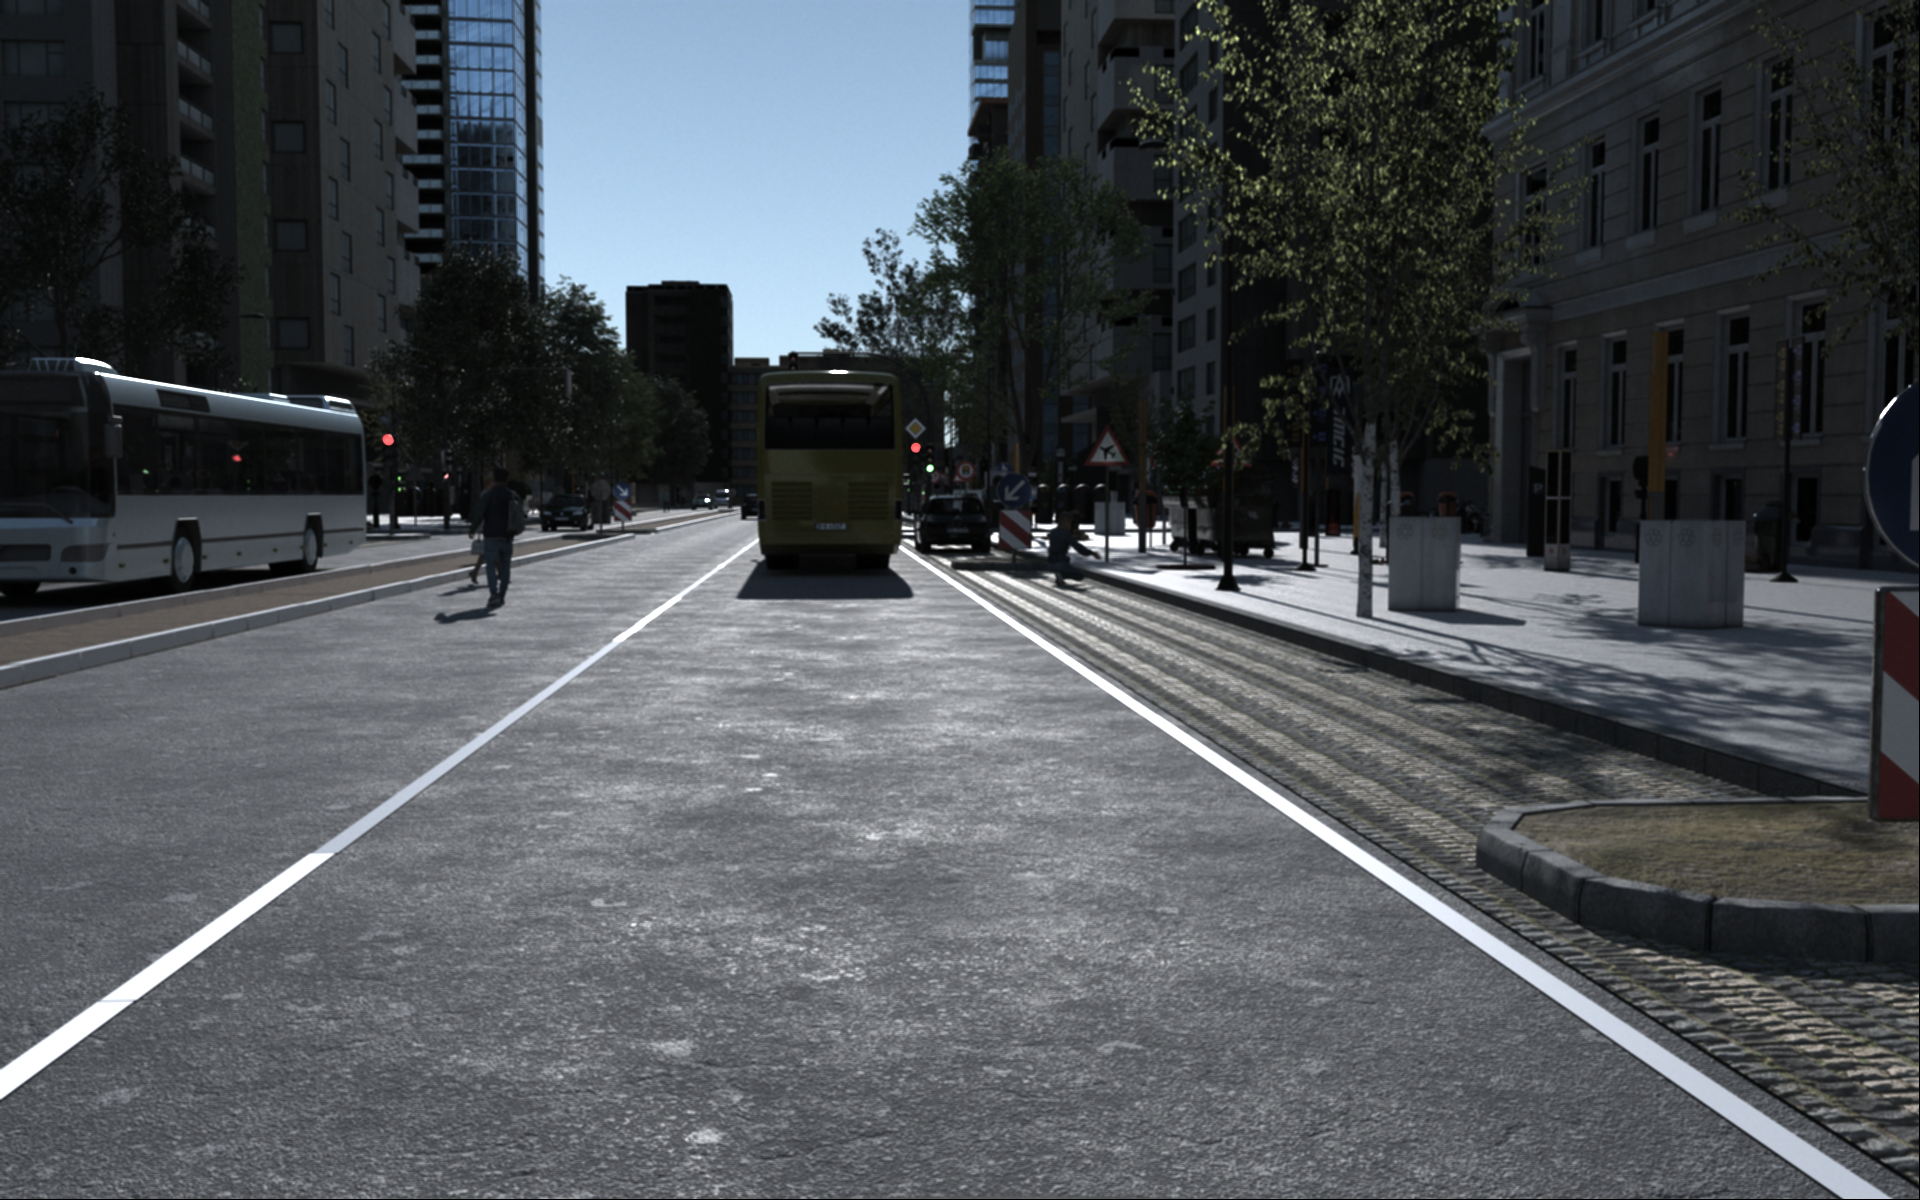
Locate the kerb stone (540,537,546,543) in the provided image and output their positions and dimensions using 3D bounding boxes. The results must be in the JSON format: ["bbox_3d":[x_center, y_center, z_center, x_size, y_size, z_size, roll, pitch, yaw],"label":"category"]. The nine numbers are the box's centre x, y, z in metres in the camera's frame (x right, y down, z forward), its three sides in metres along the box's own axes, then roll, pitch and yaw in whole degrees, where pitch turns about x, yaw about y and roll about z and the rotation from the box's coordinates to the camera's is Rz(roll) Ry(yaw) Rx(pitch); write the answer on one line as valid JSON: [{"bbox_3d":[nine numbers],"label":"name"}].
[{"bbox_3d":[-12.198,-1.708,50.175,0.120,0.150,1.000,0,4,-5],"label":"kerb stone"}]

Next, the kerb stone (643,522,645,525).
[{"bbox_3d":[-14.450,-3.430,78.313,0.120,0.150,1.000,0,4,-5],"label":"kerb stone"}]

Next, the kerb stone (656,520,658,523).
[{"bbox_3d":[-14.939,-3.807,84.442,0.120,0.150,1.000,0,4,-5],"label":"kerb stone"}]

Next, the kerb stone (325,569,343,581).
[{"bbox_3d":[-10.487,-0.400,28.732,0.120,0.150,1.000,0,4,-5],"label":"kerb stone"}]

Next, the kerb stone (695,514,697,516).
[{"bbox_3d":[-16.981,-5.369,109.978,0.120,0.150,1.000,0,4,-5],"label":"kerb stone"}]

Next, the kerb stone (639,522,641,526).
[{"bbox_3d":[-14.289,-3.308,76.275,0.120,0.150,1.000,0,4,-5],"label":"kerb stone"}]

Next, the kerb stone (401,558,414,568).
[{"bbox_3d":[-10.894,-0.712,33.838,0.120,0.150,1.000,0,4,-5],"label":"kerb stone"}]

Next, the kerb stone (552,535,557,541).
[{"bbox_3d":[-12.368,-1.830,52.217,0.120,0.150,1.000,0,4,-5],"label":"kerb stone"}]

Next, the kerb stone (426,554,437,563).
[{"bbox_3d":[-11.062,-0.837,35.875,0.120,0.150,1.000,0,4,-5],"label":"kerb stone"}]

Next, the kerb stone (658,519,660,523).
[{"bbox_3d":[-15.018,-3.870,85.464,0.120,0.150,1.000,0,4,-5],"label":"kerb stone"}]

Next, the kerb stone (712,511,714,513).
[{"bbox_3d":[-18.361,-6.428,127.330,0.120,0.150,1.000,0,4,-5],"label":"kerb stone"}]

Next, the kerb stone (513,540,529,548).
[{"bbox_3d":[-11.951,-1.524,47.112,0.120,0.150,1.000,0,4,-5],"label":"kerb stone"}]

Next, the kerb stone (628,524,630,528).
[{"bbox_3d":[-13.966,-3.058,72.195,0.120,0.150,1.000,0,4,-5],"label":"kerb stone"}]

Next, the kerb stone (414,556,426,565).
[{"bbox_3d":[-10.972,-0.772,34.857,0.120,0.150,1.000,0,4,-5],"label":"kerb stone"}]

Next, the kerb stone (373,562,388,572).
[{"bbox_3d":[-10.730,-0.575,31.794,0.120,0.150,1.000,0,4,-5],"label":"kerb stone"}]

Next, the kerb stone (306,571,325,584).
[{"bbox_3d":[-10.403,-0.337,27.712,0.120,0.150,1.000,0,4,-5],"label":"kerb stone"}]

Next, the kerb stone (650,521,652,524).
[{"bbox_3d":[-14.695,-3.620,81.385,0.120,0.150,1.000,0,4,-5],"label":"kerb stone"}]

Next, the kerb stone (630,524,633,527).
[{"bbox_3d":[-14.045,-3.121,73.216,0.120,0.150,1.000,0,4,-5],"label":"kerb stone"}]

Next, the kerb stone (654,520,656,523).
[{"bbox_3d":[-14.852,-3.743,83.424,0.120,0.150,1.000,0,4,-5],"label":"kerb stone"}]

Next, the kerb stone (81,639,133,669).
[{"bbox_3d":[-7.256,0.464,14.603,0.120,0.150,1.000,0,4,-5],"label":"kerb stone"}]

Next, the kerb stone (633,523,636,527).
[{"bbox_3d":[-14.128,-3.183,74.235,0.120,0.150,1.000,0,4,-5],"label":"kerb stone"}]

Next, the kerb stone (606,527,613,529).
[{"bbox_3d":[-13.468,-2.683,66.069,0.120,0.150,1.000,0,4,-5],"label":"kerb stone"}]

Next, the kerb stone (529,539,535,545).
[{"bbox_3d":[-12.036,-1.586,48.131,0.120,0.150,1.000,0,4,-5],"label":"kerb stone"}]

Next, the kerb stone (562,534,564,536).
[{"bbox_3d":[-12.529,-1.962,54.273,0.120,0.150,1.000,0,4,-5],"label":"kerb stone"}]

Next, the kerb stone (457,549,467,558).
[{"bbox_3d":[-11.303,-1.022,38.939,0.120,0.150,1.000,0,4,-5],"label":"kerb stone"}]

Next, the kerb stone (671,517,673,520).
[{"bbox_3d":[-15.594,-4.307,92.613,0.120,0.150,1.000,0,4,-5],"label":"kerb stone"}]

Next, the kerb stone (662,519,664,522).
[{"bbox_3d":[-15.186,-3.994,87.502,0.120,0.150,1.000,0,4,-5],"label":"kerb stone"}]

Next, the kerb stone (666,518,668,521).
[{"bbox_3d":[-15.347,-4.119,89.540,0.120,0.150,1.000,0,4,-5],"label":"kerb stone"}]

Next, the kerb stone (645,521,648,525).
[{"bbox_3d":[-14.534,-3.494,79.333,0.120,0.150,1.000,0,4,-5],"label":"kerb stone"}]

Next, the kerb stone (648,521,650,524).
[{"bbox_3d":[-14.613,-3.557,80.358,0.120,0.150,1.000,0,4,-5],"label":"kerb stone"}]

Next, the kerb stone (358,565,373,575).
[{"bbox_3d":[-10.660,-0.523,30.774,0.120,0.150,1.000,0,4,-5],"label":"kerb stone"}]

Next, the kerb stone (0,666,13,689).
[{"bbox_3d":[-7.087,0.597,12.549,0.120,0.150,1.000,0,4,-5],"label":"kerb stone"}]

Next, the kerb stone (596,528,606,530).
[{"bbox_3d":[-13.314,-2.558,64.029,0.120,0.150,1.000,0,4,-5],"label":"kerb stone"}]

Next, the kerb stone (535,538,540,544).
[{"bbox_3d":[-12.123,-1.647,49.156,0.120,0.150,1.000,0,4,-5],"label":"kerb stone"}]

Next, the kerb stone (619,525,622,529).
[{"bbox_3d":[-13.723,-2.871,69.129,0.120,0.150,1.000,0,4,-5],"label":"kerb stone"}]

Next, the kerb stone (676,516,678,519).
[{"bbox_3d":[-15.841,-4.490,95.670,0.120,0.150,1.000,0,4,-5],"label":"kerb stone"}]

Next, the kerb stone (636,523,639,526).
[{"bbox_3d":[-14.193,-3.245,75.257,0.120,0.150,1.000,0,4,-5],"label":"kerb stone"}]

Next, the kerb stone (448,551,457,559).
[{"bbox_3d":[-11.225,-0.962,37.920,0.120,0.150,1.000,0,4,-5],"label":"kerb stone"}]

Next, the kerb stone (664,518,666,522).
[{"bbox_3d":[-15.262,-4.057,88.522,0.120,0.150,1.000,0,4,-5],"label":"kerb stone"}]

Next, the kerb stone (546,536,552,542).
[{"bbox_3d":[-12.282,-1.769,51.193,0.120,0.150,1.000,0,4,-5],"label":"kerb stone"}]

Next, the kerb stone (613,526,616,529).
[{"bbox_3d":[-13.556,-2.746,67.087,0.120,0.150,1.000,0,4,-5],"label":"kerb stone"}]

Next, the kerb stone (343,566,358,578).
[{"bbox_3d":[-10.574,-0.462,29.750,0.120,0.150,1.000,0,4,-5],"label":"kerb stone"}]

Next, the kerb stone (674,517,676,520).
[{"bbox_3d":[-15.758,-4.432,94.651,0.120,0.150,1.000,0,4,-5],"label":"kerb stone"}]

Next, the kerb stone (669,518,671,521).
[{"bbox_3d":[-15.514,-4.240,91.586,0.120,0.150,1.000,0,4,-5],"label":"kerb stone"}]

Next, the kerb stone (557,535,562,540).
[{"bbox_3d":[-12.443,-1.892,53.236,0.120,0.150,1.000,0,4,-5],"label":"kerb stone"}]

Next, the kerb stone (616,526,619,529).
[{"bbox_3d":[-13.638,-2.803,68.109,0.120,0.150,1.000,0,4,-5],"label":"kerb stone"}]

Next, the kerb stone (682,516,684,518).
[{"bbox_3d":[-16.154,-4.743,99.770,0.120,0.150,1.000,0,4,-5],"label":"kerb stone"}]

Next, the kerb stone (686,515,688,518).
[{"bbox_3d":[-16.411,-4.932,102.831,0.120,0.150,1.000,0,4,-5],"label":"kerb stone"}]

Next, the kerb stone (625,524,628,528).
[{"bbox_3d":[-13.878,-2.996,71.174,0.120,0.150,1.000,0,4,-5],"label":"kerb stone"}]

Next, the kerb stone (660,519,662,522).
[{"bbox_3d":[-15.095,-3.932,86.484,0.120,0.150,1.000,0,4,-5],"label":"kerb stone"}]

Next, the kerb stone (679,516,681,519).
[{"bbox_3d":[-16.001,-4.619,97.717,0.120,0.150,1.000,0,4,-5],"label":"kerb stone"}]

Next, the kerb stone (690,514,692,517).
[{"bbox_3d":[-16.654,-5.117,105.897,0.120,0.150,1.000,0,4,-5],"label":"kerb stone"}]

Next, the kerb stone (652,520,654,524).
[{"bbox_3d":[-14.778,-3.680,82.404,0.120,0.150,1.000,0,4,-5],"label":"kerb stone"}]

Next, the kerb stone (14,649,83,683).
[{"bbox_3d":[-7.171,0.527,13.576,0.120,0.150,1.000,0,4,-5],"label":"kerb stone"}]

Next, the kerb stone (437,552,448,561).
[{"bbox_3d":[-11.140,-0.899,36.899,0.120,0.150,1.000,0,4,-5],"label":"kerb stone"}]

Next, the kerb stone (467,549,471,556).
[{"bbox_3d":[-11.387,-1.086,39.958,0.120,0.150,1.000,0,4,-5],"label":"kerb stone"}]

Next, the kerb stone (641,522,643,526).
[{"bbox_3d":[-14.360,-3.370,77.295,0.120,0.150,1.000,0,4,-5],"label":"kerb stone"}]

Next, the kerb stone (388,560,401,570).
[{"bbox_3d":[-10.818,-0.650,32.816,0.120,0.150,1.000,0,4,-5],"label":"kerb stone"}]
